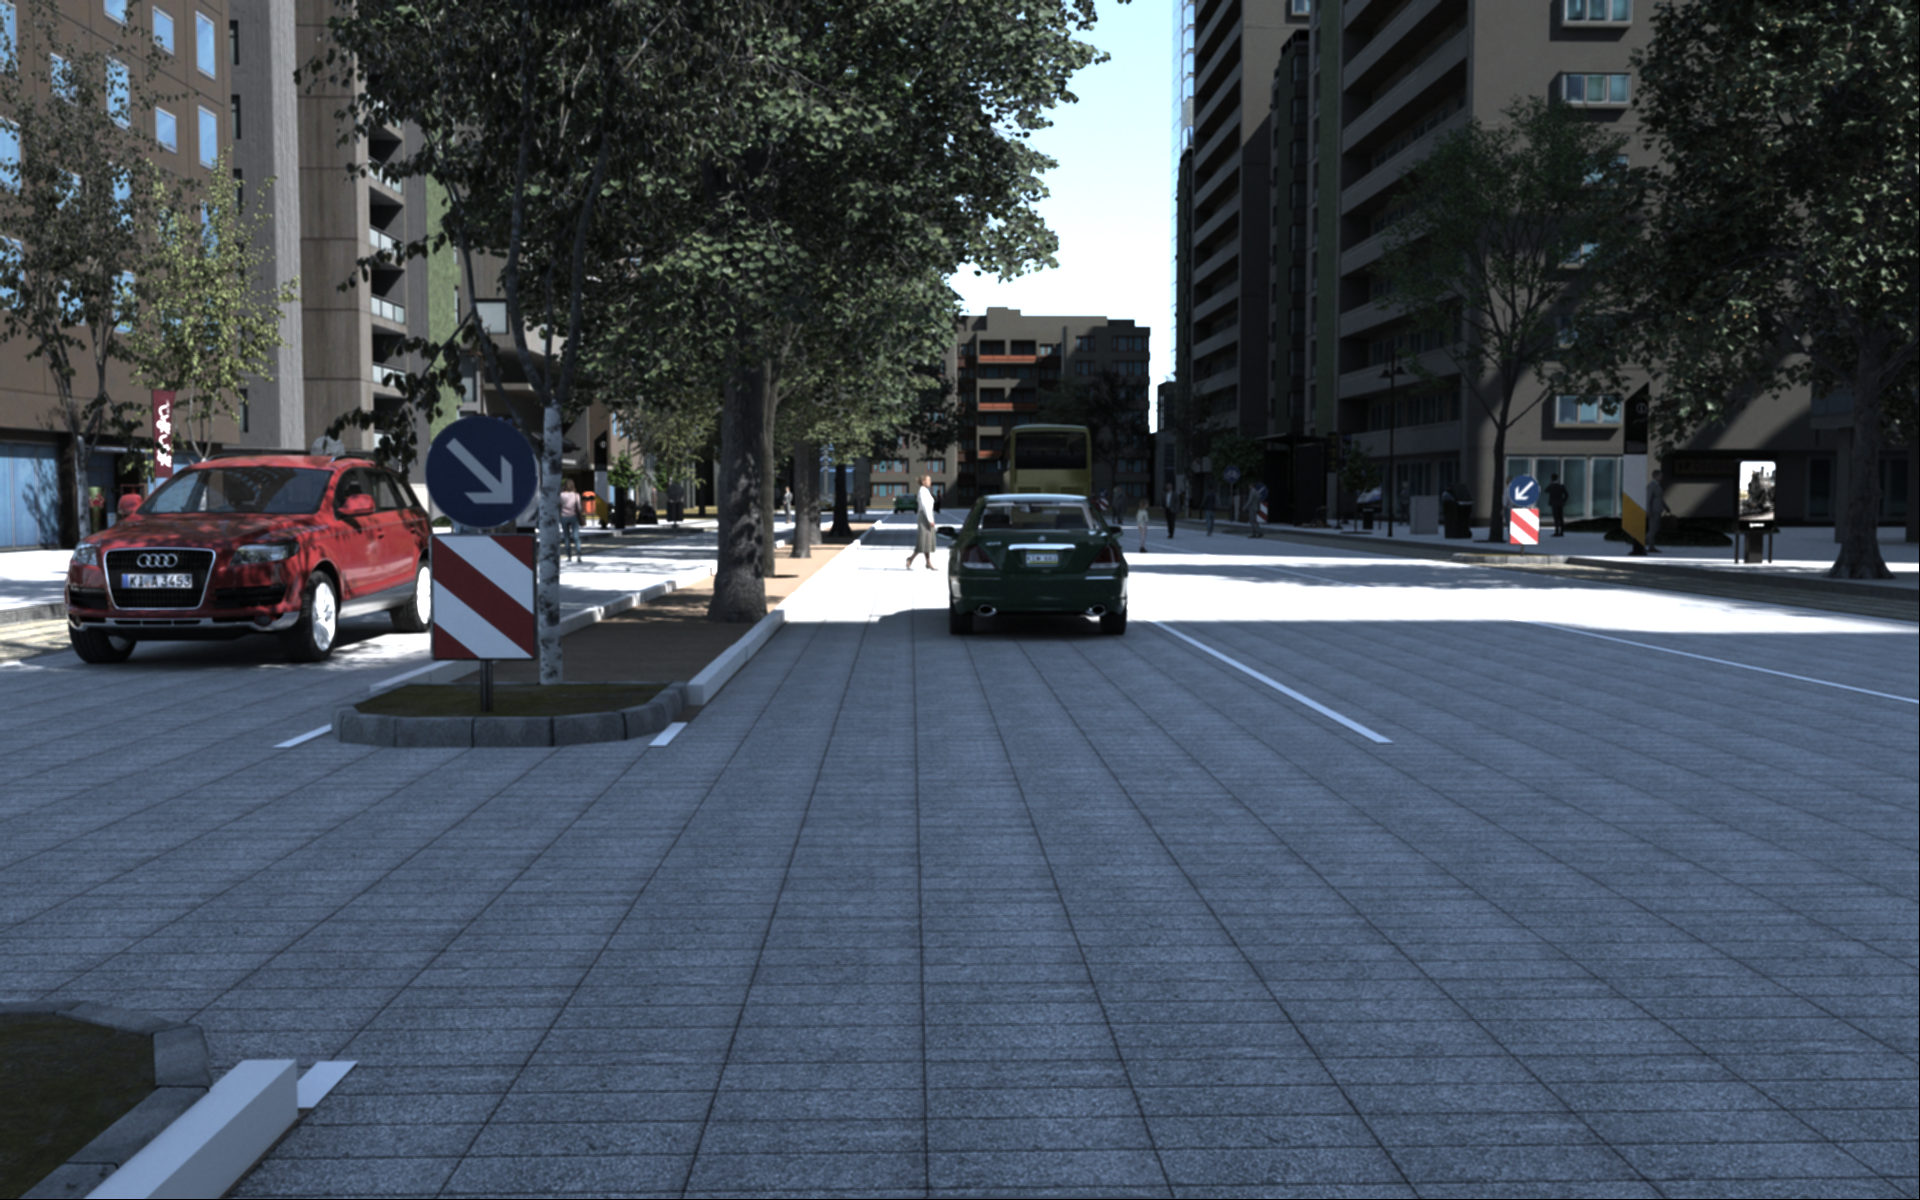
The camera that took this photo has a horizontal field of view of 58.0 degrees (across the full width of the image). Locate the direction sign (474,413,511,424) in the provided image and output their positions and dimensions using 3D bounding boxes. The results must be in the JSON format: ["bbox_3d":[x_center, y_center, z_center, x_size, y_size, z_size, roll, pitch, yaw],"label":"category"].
[{"bbox_3d":[-13.212,-3.468,48.697,0.876,3.537,0.379,0,4,6],"label":"direction sign"}]

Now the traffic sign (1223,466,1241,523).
[{"bbox_3d":[12.127,-4.720,77.274,0.768,2.556,0.104,0,4,8],"label":"traffic sign"}]

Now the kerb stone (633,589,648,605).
[{"bbox_3d":[-4.199,-0.009,22.337,0.120,0.150,1.000,0,4,-2],"label":"kerb stone"}]

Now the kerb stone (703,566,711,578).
[{"bbox_3d":[-4.408,-0.447,29.498,0.120,0.150,1.000,0,4,-2],"label":"kerb stone"}]

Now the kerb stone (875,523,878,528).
[{"bbox_3d":[-3.463,-2.888,69.519,0.120,0.150,1.000,0,4,-2],"label":"kerb stone"}]

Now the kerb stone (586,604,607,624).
[{"bbox_3d":[-4.106,0.182,19.267,0.120,0.150,1.000,0,4,-2],"label":"kerb stone"}]

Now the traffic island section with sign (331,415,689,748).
[{"bbox_3d":[-2.798,-0.159,10.736,2.006,1.907,1.989,0,4,-2],"label":"traffic island section with sign"}]

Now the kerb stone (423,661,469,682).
[{"bbox_3d":[-3.927,0.557,13.110,0.120,0.150,1.000,0,4,-2],"label":"kerb stone"}]

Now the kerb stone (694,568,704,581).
[{"bbox_3d":[-4.369,-0.384,28.476,0.120,0.150,1.000,0,4,-2],"label":"kerb stone"}]

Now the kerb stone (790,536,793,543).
[{"bbox_3d":[-4.994,-1.698,49.959,0.120,0.150,1.000,0,4,-2],"label":"kerb stone"}]

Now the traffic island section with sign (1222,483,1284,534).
[{"bbox_3d":[10.639,-3.336,63.170,1.989,1.847,2.006,0,4,-2],"label":"traffic island section with sign"}]

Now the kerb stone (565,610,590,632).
[{"bbox_3d":[-4.077,0.242,18.240,0.120,0.150,1.000,0,4,-2],"label":"kerb stone"}]

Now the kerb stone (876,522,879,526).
[{"bbox_3d":[-3.525,-3.018,71.563,0.120,0.150,1.000,0,4,-2],"label":"kerb stone"}]

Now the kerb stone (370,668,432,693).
[{"bbox_3d":[-3.902,0.618,12.088,0.120,0.150,1.000,0,4,-2],"label":"kerb stone"}]

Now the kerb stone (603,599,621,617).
[{"bbox_3d":[-4.140,0.121,20.289,0.120,0.150,1.000,0,4,-2],"label":"kerb stone"}]

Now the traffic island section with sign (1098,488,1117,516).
[{"bbox_3d":[9.185,-6.397,113.218,1.989,1.847,2.006,0,4,-2],"label":"traffic island section with sign"}]

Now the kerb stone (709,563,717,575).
[{"bbox_3d":[-4.434,-0.506,30.520,0.120,0.150,1.000,0,4,-2],"label":"kerb stone"}]

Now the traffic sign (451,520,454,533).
[{"bbox_3d":[-12.126,-2.527,41.326,0.884,2.594,0.081,0,4,5],"label":"traffic sign"}]

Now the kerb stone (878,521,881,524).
[{"bbox_3d":[-3.603,-3.208,74.640,0.120,0.150,1.000,0,4,-2],"label":"kerb stone"}]

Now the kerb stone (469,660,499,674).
[{"bbox_3d":[-3.960,0.493,14.132,0.120,0.150,1.000,0,4,-2],"label":"kerb stone"}]

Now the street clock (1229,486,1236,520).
[{"bbox_3d":[13.494,-4.974,85.896,0.471,2.002,0.358,-1,4,-21],"label":"street clock"}]

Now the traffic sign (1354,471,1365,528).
[{"bbox_3d":[14.997,-4.005,65.594,0.768,2.556,0.104,0,4,6],"label":"traffic sign"}]

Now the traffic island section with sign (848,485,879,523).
[{"bbox_3d":[-4.982,-4.753,85.843,2.006,1.907,1.989,0,4,-2],"label":"traffic island section with sign"}]

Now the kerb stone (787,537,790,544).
[{"bbox_3d":[-4.965,-1.636,48.937,0.120,0.150,1.000,0,4,-2],"label":"kerb stone"}]

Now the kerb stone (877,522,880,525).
[{"bbox_3d":[-3.547,-3.079,72.587,0.120,0.150,1.000,0,4,-2],"label":"kerb stone"}]

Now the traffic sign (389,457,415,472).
[{"bbox_3d":[-14.184,-2.678,43.892,0.768,2.556,0.104,0,4,6],"label":"traffic sign"}]

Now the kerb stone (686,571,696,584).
[{"bbox_3d":[-4.343,-0.322,27.454,0.120,0.150,1.000,0,4,-2],"label":"kerb stone"}]

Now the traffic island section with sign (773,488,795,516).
[{"bbox_3d":[-11.932,-6.360,112.618,1.989,1.847,2.006,0,4,-2],"label":"traffic island section with sign"}]

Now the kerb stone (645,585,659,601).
[{"bbox_3d":[-4.222,-0.071,23.365,0.120,0.150,1.000,0,4,-2],"label":"kerb stone"}]

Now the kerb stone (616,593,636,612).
[{"bbox_3d":[-4.163,0.054,21.310,0.120,0.150,1.000,0,4,-2],"label":"kerb stone"}]

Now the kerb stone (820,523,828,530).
[{"bbox_3d":[-5.621,-3.010,71.486,0.120,0.150,1.000,0,4,-2],"label":"kerb stone"}]

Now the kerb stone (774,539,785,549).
[{"bbox_3d":[-4.913,-1.501,46.890,0.120,0.150,1.000,0,4,-2],"label":"kerb stone"}]

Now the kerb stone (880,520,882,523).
[{"bbox_3d":[-3.697,-3.396,77.715,0.120,0.150,1.000,0,4,-2],"label":"kerb stone"}]

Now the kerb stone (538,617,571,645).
[{"bbox_3d":[-4.046,0.306,17.200,0.120,0.150,1.000,0,4,-2],"label":"kerb stone"}]

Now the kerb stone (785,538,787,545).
[{"bbox_3d":[-4.944,-1.573,47.915,0.120,0.150,1.000,0,4,-2],"label":"kerb stone"}]

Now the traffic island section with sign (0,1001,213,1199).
[{"bbox_3d":[-2.593,0.294,3.332,2.006,1.907,1.989,0,4,-2],"label":"traffic island section with sign"}]

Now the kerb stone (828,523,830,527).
[{"bbox_3d":[-5.650,-3.076,72.510,0.120,0.150,1.000,0,4,-2],"label":"kerb stone"}]

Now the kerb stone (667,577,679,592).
[{"bbox_3d":[-4.281,-0.196,25.408,0.120,0.150,1.000,0,4,-2],"label":"kerb stone"}]

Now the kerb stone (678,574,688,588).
[{"bbox_3d":[-4.319,-0.259,26.432,0.120,0.150,1.000,0,4,-2],"label":"kerb stone"}]

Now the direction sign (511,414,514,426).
[{"bbox_3d":[-13.062,-3.516,49.491,0.876,3.537,0.379,2,4,29],"label":"direction sign"}]

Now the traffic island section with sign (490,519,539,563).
[{"bbox_3d":[-9.721,-1.701,36.443,1.989,1.847,2.006,0,4,-2],"label":"traffic island section with sign"}]

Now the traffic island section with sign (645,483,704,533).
[{"bbox_3d":[-10.511,-3.381,63.903,1.989,1.847,2.006,0,4,-2],"label":"traffic island section with sign"}]

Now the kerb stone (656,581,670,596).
[{"bbox_3d":[-4.248,-0.134,24.386,0.120,0.150,1.000,0,4,-2],"label":"kerb stone"}]

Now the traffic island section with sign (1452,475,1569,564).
[{"bbox_3d":[11.417,-1.688,36.226,1.989,1.847,2.006,0,4,-2],"label":"traffic island section with sign"}]

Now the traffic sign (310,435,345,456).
[{"bbox_3d":[-13.551,-2.264,37.127,0.768,2.556,0.104,0,4,3],"label":"traffic sign"}]

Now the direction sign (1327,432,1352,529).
[{"bbox_3d":[13.816,-4.351,63.143,0.876,3.537,0.379,2,4,27],"label":"direction sign"}]
